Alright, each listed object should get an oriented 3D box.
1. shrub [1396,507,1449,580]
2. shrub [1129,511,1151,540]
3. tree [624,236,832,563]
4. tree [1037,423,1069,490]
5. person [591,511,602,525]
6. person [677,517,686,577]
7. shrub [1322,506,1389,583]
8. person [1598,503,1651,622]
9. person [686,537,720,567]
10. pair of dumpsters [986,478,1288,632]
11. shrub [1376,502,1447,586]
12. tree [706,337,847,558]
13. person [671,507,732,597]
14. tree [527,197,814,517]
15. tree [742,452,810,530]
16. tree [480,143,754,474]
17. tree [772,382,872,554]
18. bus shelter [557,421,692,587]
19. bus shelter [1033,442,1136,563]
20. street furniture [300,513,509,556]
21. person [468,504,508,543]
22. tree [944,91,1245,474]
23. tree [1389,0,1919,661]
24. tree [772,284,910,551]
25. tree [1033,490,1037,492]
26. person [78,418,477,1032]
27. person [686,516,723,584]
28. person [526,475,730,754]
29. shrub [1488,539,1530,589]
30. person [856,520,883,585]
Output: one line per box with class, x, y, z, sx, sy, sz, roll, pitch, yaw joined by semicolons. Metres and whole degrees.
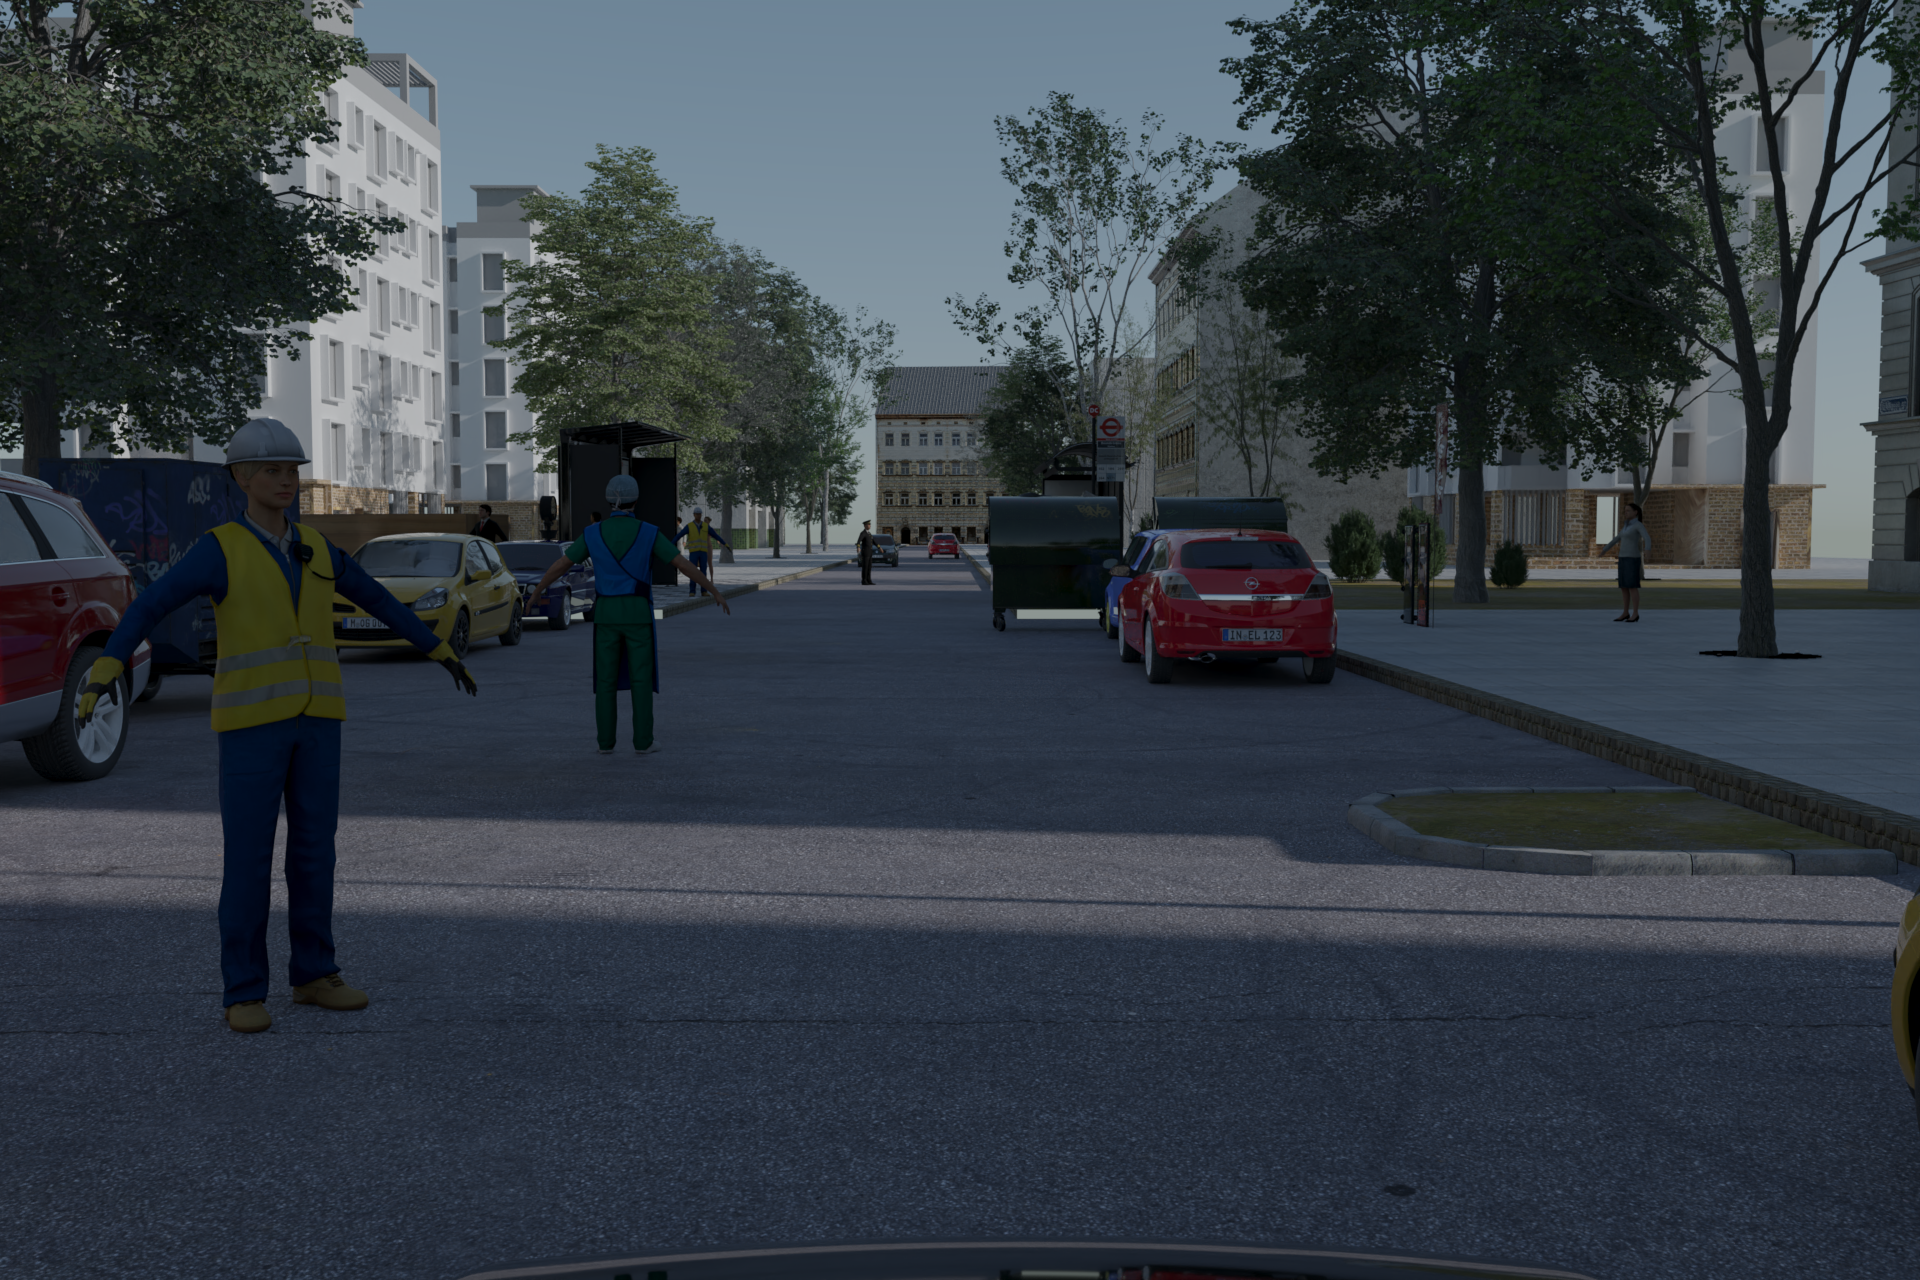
shrub;12.595;-2.637;47.538;1.690;2.028;1.600;0;3;0
shrub;5.368;-2.606;46.653;1.661;2.075;1.752;0;3;0
tree;-10.195;-10.341;75.725;9.857;13.997;8.962;0;3;0
tree;5.184;-9.616;107.581;4.360;8.622;3.978;0;3;0
person;-7.435;-1.734;35.066;0.721;1.740;1.216;2;4;33
person;-8.501;-2.809;52.108;0.705;1.806;1.347;-2;4;-33
shrub;10.398;-2.516;45.550;1.690;2.028;1.600;0;3;0
person;9.702;-1.127;25.252;0.721;1.735;1.217;-1;4;-12
person;-9.965;-3.706;66.856;1.348;1.796;0.705;0;4;2
pair of dumpsters;2.600;-1.282;25.918;4.436;2.255;1.574;0;4;0
shrub;11.184;-2.374;42.862;1.661;2.075;1.752;0;3;0
tree;-9.773;-10.111;91.071;9.928;11.665;9.643;0;3;0
person;-5.377;-1.813;35.610;1.349;1.833;0.705;-1;4;-21
tree;-10.450;-9.319;62.737;12.009;13.543;11.850;0;3;0
tree;-10.383;-9.048;98.291;4.360;8.622;3.978;0;3;0
tree;-9.939;-8.100;50.562;7.486;12.596;7.792;0;3;0
tree;-9.764;-11.437;112.747;9.928;11.665;9.643;0;3;0
bus shelter;-7.452;-2.923;39.079;1.731;3.624;6.357;0;4;2
bus shelter;2.843;-2.865;40.768;2.014;3.302;5.546;0;4;0
street furniture;-14.231;-2.005;39.633;9.812;1.723;11.010;1;4;14
person;-8.331;-1.477;30.341;1.347;1.806;0.705;2;4;28
tree;5.758;-13.269;72.844;12.611;20.169;13.585;0;3;0
tree;8.406;-5.635;17.892;9.928;11.665;9.643;0;3;0
tree;-9.936;-16.770;130.084;12.611;20.169;13.585;0;3;0
tree;4.736;-10.981;129.907;4.360;8.622;3.978;0;3;0
person;-1.974;0.234;5.099;0.721;1.772;1.216;3;5;41
person;-6.493;-2.282;44.121;1.217;1.733;0.721;2;4;33
person;-2.189;-0.168;11.328;1.347;1.817;0.704;0;4;1
shrub;12.857;-1.800;40.552;1.383;1.207;1.383;0;3;0
person;-2.582;-2.455;48.524;0.705;1.837;1.347;2;4;27
